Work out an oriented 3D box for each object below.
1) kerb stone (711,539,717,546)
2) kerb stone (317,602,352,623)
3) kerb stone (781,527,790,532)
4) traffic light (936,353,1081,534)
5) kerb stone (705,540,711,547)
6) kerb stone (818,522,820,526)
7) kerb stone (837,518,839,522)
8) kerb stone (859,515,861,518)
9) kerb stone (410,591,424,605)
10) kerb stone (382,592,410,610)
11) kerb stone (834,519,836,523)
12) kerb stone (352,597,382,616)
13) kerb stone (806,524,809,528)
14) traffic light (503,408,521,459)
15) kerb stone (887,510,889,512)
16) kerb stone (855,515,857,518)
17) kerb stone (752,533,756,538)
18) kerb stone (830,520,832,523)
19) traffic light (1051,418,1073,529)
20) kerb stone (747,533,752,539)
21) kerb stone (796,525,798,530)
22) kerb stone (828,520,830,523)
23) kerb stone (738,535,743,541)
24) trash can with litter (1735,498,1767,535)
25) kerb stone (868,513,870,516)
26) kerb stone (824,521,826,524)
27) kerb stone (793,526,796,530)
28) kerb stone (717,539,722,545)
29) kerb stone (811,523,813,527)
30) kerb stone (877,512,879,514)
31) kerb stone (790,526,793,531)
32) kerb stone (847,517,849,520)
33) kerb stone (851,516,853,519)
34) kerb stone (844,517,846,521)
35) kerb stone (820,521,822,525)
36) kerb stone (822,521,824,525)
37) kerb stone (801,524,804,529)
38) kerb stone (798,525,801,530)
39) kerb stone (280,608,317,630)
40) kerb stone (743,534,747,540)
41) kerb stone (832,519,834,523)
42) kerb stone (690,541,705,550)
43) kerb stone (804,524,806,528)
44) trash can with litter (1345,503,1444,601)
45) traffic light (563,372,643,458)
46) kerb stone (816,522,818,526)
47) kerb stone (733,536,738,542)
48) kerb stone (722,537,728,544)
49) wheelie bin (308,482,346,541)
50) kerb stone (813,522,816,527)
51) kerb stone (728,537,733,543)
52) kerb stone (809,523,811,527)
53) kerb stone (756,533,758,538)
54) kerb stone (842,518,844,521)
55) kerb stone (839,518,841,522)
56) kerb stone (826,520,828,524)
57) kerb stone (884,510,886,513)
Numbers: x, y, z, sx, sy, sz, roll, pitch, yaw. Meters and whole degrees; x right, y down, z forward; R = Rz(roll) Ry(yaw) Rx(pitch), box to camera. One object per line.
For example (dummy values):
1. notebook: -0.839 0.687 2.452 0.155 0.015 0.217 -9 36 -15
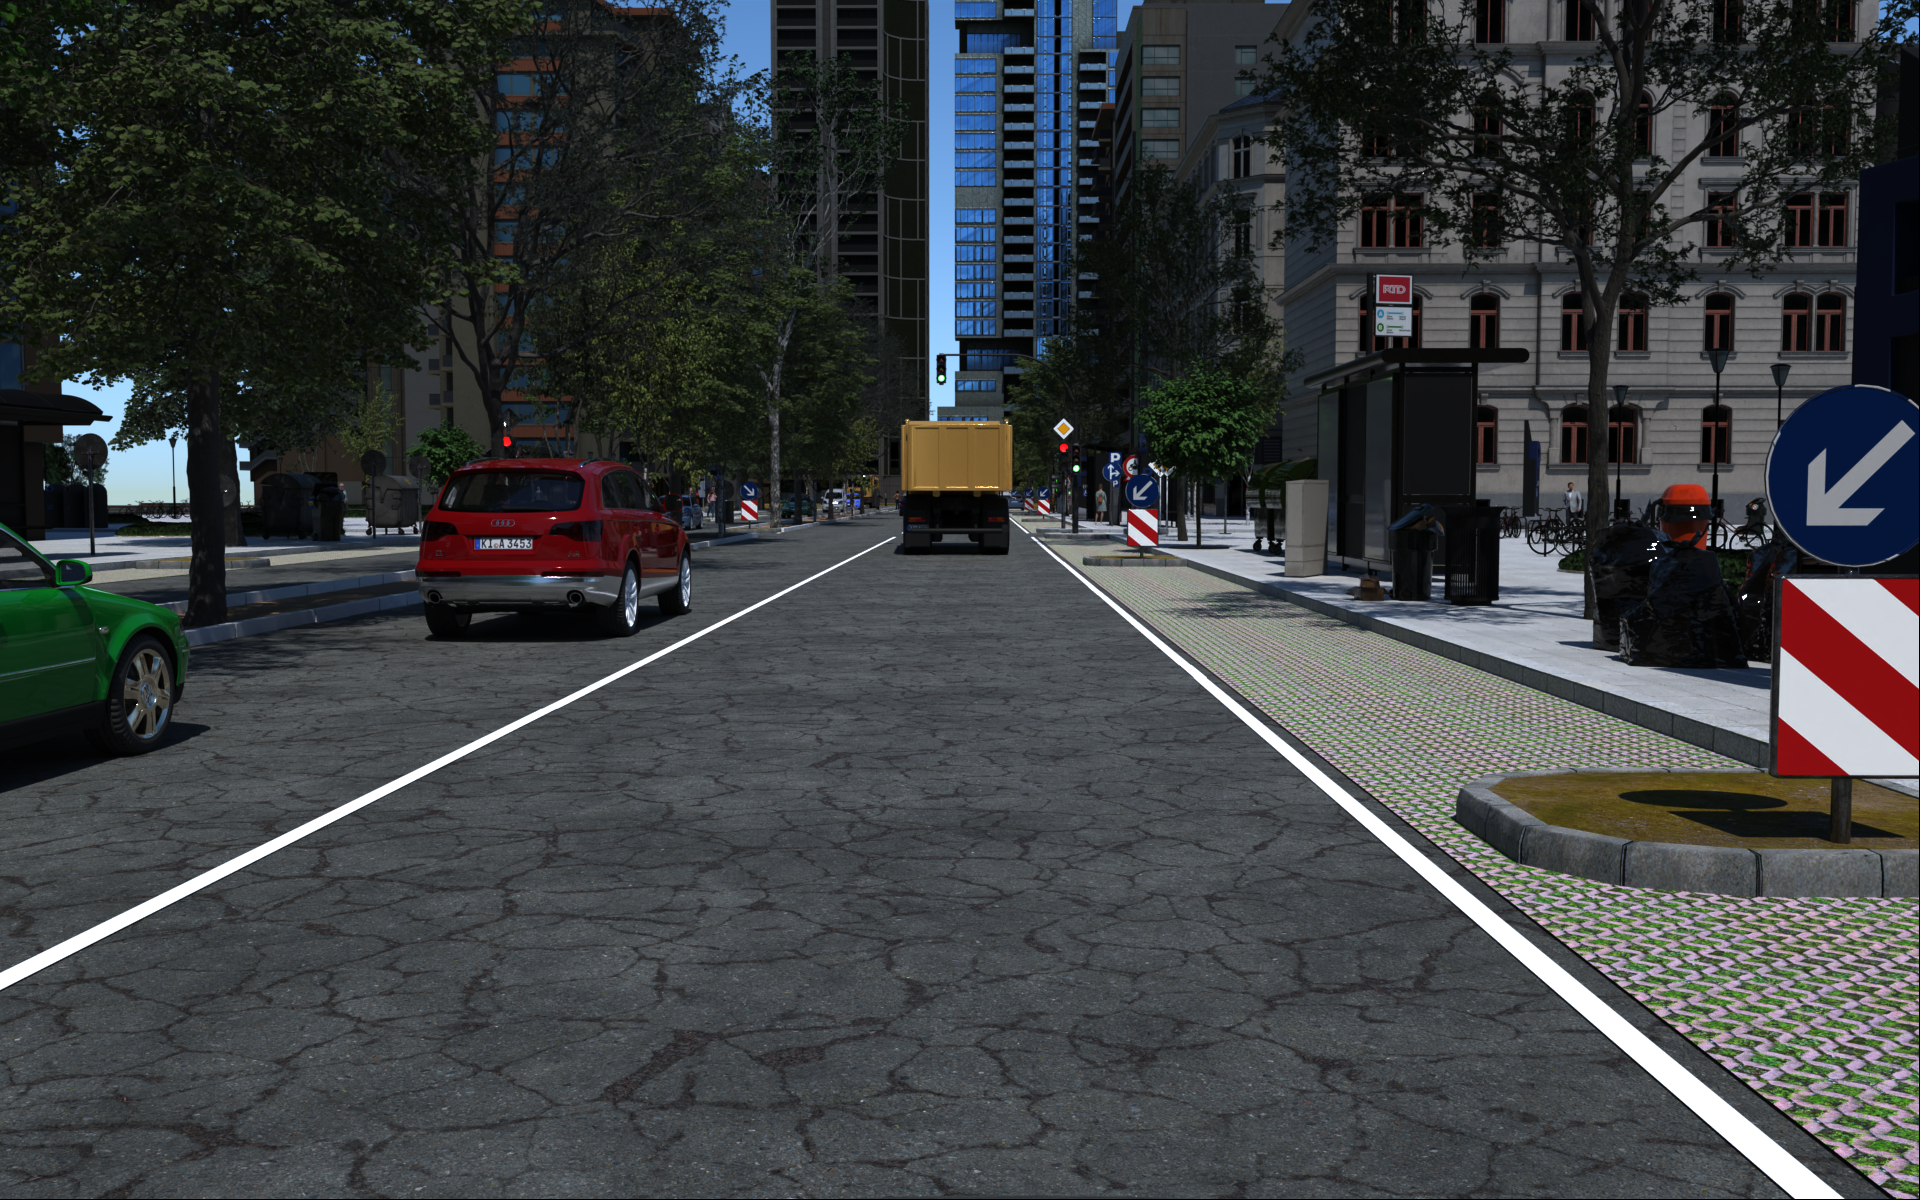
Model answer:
1. kerb stone: -6.865 -1.544 47.443 0.120 0.150 1.000 0 4 1
2. kerb stone: -7.200 0.154 19.734 0.120 0.150 1.000 0 4 1
3. kerb stone: -6.648 -2.643 65.403 0.120 0.150 1.000 0 4 1
4. traffic light: 1.624 -4.976 56.018 4.771 5.953 1.251 0 4 1
5. kerb stone: -6.887 -1.477 46.421 0.120 0.150 1.000 0 4 1
6. kerb stone: -6.496 -3.395 77.707 0.120 0.150 1.000 0 4 1
7. kerb stone: -6.375 -4.019 87.975 0.120 0.150 1.000 0 4 1
8. kerb stone: -6.175 -4.963 103.338 0.120 0.150 1.000 0 4 1
9. kerb stone: -7.165 -0.035 22.805 0.120 0.150 1.000 0 4 1
10. kerb stone: -7.177 0.026 21.777 0.120 0.150 1.000 0 4 1
11. kerb stone: -6.391 -3.896 85.927 0.120 0.150 1.000 0 4 1
12. kerb stone: -7.195 0.089 20.756 0.120 0.150 1.000 0 4 1
13. kerb stone: -6.552 -3.079 72.583 0.120 0.150 1.000 0 4 1
14. traffic light: -14.643 -4.124 56.341 0.839 4.253 0.868 0 4 1
15. kerb stone: -5.805 -6.844 134.092 0.120 0.150 1.000 0 4 1
16. kerb stone: -6.223 -4.772 100.265 0.120 0.150 1.000 0 4 1
17. kerb stone: -6.768 -2.046 55.639 0.120 0.150 1.000 0 4 1
18. kerb stone: -6.422 -3.765 83.861 0.120 0.150 1.000 0 4 1
19. traffic light: 3.815 -4.599 64.118 0.839 4.253 0.868 0 4 1
20. kerb stone: -6.779 -1.982 54.614 0.120 0.150 1.000 0 4 1
21. kerb stone: -6.611 -2.831 68.490 0.120 0.150 1.000 0 4 1
22. kerb stone: -6.434 -3.709 82.839 0.120 0.150 1.000 0 4 1
23. kerb stone: -6.806 -1.858 52.571 0.120 0.150 1.000 0 4 1
24. trash can with litter: 24.922 -2.648 54.686 0.624 1.170 1.055 -1 4 -19
25. kerb stone: -6.077 -5.465 111.543 0.120 0.150 1.000 0 4 1
26. kerb stone: -6.460 -3.577 80.786 0.120 0.150 1.000 0 4 1
27. kerb stone: -6.617 -2.762 67.456 0.120 0.150 1.000 0 4 1
28. kerb stone: -6.856 -1.607 48.465 0.120 0.150 1.000 0 4 1
29. kerb stone: -6.533 -3.207 74.634 0.120 0.150 1.000 0 4 1
30. kerb stone: -5.957 -6.092 121.795 0.120 0.150 1.000 0 4 1
31. kerb stone: -6.631 -2.705 66.427 0.120 0.150 1.000 0 4 1
32. kerb stone: -6.293 -4.398 94.109 0.120 0.150 1.000 0 4 1
33. kerb stone: -6.253 -4.587 97.192 0.120 0.150 1.000 0 4 1
34. kerb stone: -6.319 -4.267 92.065 0.120 0.150 1.000 0 4 1
35. kerb stone: -6.489 -3.458 78.738 0.120 0.150 1.000 0 4 1
36. kerb stone: -6.476 -3.520 79.763 0.120 0.150 1.000 0 4 1
37. kerb stone: -6.577 -2.956 70.534 0.120 0.150 1.000 0 4 1
38. kerb stone: -6.597 -2.894 69.512 0.120 0.150 1.000 0 4 1
39. kerb stone: -7.224 0.214 18.712 0.120 0.150 1.000 0 4 1
40. kerb stone: -6.792 -1.920 53.592 0.120 0.150 1.000 0 4 1
41. kerb stone: -6.404 -3.834 84.904 0.120 0.150 1.000 0 4 1
42. kerb stone: -6.886 -1.418 45.396 0.120 0.150 1.000 0 4 1
43. kerb stone: -6.565 -3.012 71.556 0.120 0.150 1.000 0 4 1
44. trash can with litter: 5.232 -0.578 20.842 1.055 1.170 0.624 0 4 -7
45. traffic light: -12.453 -5.484 64.335 4.771 5.953 1.251 0 4 1
46. kerb stone: -6.508 -3.325 76.680 0.120 0.150 1.000 0 4 1
47. kerb stone: -6.815 -1.793 51.543 0.120 0.150 1.000 0 4 1
48. kerb stone: -6.839 -1.669 49.495 0.120 0.150 1.000 0 4 1
49. wheelie bin: -17.208 -2.400 47.151 0.693 1.594 0.980 3 5 42
50. kerb stone: -6.516 -3.265 75.657 0.120 0.150 1.000 0 4 1
51. kerb stone: -6.831 -1.728 50.517 0.120 0.150 1.000 0 4 1
52. kerb stone: -6.551 -3.145 73.612 0.120 0.150 1.000 0 4 1
53. kerb stone: -6.749 -2.108 56.661 0.120 0.150 1.000 0 4 1
54. kerb stone: -6.338 -4.211 91.042 0.120 0.150 1.000 0 4 1
55. kerb stone: -6.352 -4.086 88.997 0.120 0.150 1.000 0 4 1
56. kerb stone: -6.442 -3.643 81.808 0.120 0.150 1.000 0 4 1
57. kerb stone: -5.855 -6.593 129.990 0.120 0.150 1.000 0 4 1
